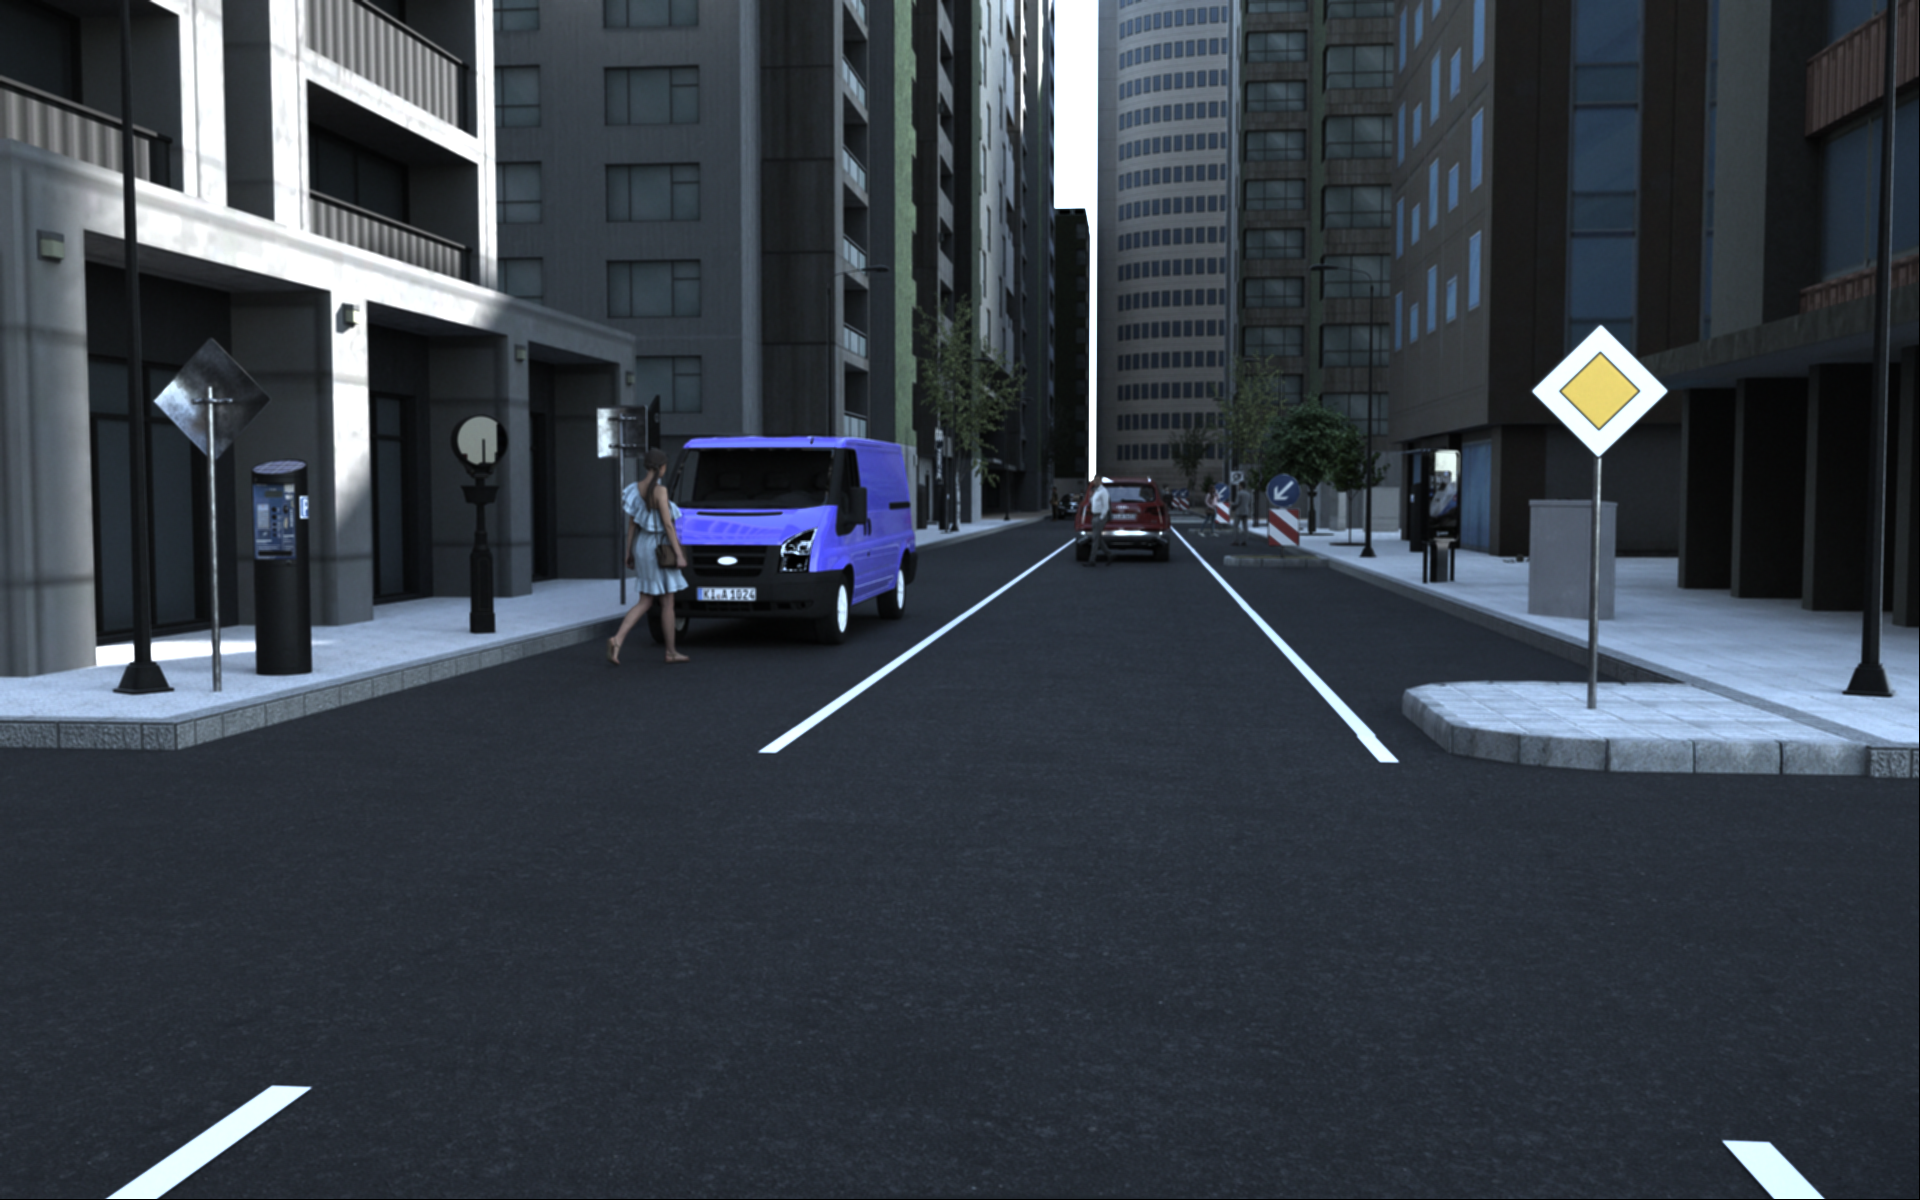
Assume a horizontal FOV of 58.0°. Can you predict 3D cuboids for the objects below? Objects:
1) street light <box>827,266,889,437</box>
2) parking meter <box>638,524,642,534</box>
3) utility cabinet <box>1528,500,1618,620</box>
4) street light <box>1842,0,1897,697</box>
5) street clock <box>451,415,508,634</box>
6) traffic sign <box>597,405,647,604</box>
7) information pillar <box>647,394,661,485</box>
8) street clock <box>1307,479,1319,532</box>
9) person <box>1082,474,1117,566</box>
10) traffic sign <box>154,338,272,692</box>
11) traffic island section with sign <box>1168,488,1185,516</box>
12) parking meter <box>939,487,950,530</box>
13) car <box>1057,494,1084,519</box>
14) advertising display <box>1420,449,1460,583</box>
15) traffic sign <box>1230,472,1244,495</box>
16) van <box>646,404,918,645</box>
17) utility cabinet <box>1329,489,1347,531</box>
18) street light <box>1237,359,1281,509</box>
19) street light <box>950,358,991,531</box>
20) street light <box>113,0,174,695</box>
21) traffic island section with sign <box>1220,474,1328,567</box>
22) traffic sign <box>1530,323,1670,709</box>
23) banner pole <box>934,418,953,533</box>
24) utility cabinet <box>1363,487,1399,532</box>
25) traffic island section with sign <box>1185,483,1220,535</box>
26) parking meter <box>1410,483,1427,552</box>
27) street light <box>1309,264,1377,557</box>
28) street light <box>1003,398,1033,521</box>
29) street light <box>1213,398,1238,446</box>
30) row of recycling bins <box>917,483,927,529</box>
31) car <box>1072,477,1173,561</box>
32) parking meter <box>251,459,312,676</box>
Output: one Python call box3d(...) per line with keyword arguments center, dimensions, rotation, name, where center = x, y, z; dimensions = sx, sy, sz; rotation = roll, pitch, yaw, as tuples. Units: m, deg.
box3d(center=(-2.138, -3.846, 35.427), dimensions=(1.470, 5.913, 1.316), rotation=(0, 4, 6), name="street light")
box3d(center=(-7.417, -1.941, 40.151), dimensions=(0.372, 1.533, 0.369), rotation=(0, 3, 0), name="parking meter")
box3d(center=(6.383, -0.422, 18.069), dimensions=(0.306, 1.237, 1.020), rotation=(-1, 4, -20), name="utility cabinet")
box3d(center=(5.298, -2.352, 10.991), dimensions=(1.470, 5.913, 1.316), rotation=(0, 4, 6), name="street light")
box3d(center=(-4.421, -0.698, 15.977), dimensions=(0.471, 2.002, 0.358), rotation=(-2, 4, -29), name="street clock")
box3d(center=(-3.913, -1.097, 20.059), dimensions=(0.606, 2.300, 0.079), rotation=(1, 4, 12), name="traffic sign")
box3d(center=(-7.165, -3.012, 40.607), dimensions=(0.183, 3.616, 0.504), rotation=(1, 4, 19), name="information pillar")
box3d(center=(11.913, -3.303, 58.566), dimensions=(0.471, 2.002, 0.358), rotation=(-3, 5, -40), name="street clock")
box3d(center=(2.760, -1.583, 34.475), dimensions=(0.850, 1.850, 0.679), rotation=(-2, 4, -26), name="person")
box3d(center=(-4.825, -0.462, 11.195), dimensions=(0.795, 2.450, 0.064), rotation=(0, 4, 6), name="traffic sign")
box3d(center=(14.391, -6.335, 112.210), dimensions=(1.989, 1.847, 2.006), rotation=(0, 4, 6), name="traffic island section with sign")
box3d(center=(-0.567, -3.273, 61.926), dimensions=(0.372, 1.533, 0.369), rotation=(0, 3, 0), name="parking meter")
box3d(center=(6.510, -5.455, 98.979), dimensions=(2.009, 1.686, 4.222), rotation=(0, 4, 7), name="car")
box3d(center=(6.977, -1.221, 25.180), dimensions=(0.123, 1.923, 0.974), rotation=(3, 5, 42), name="advertising display")
box3d(center=(12.374, -4.605, 77.420), dimensions=(0.606, 2.300, 0.079), rotation=(1, 4, 9), name="traffic sign")
box3d(center=(-1.793, -0.853, 18.334), dimensions=(2.240, 2.365, 5.245), rotation=(0, 4, 7), name="van")
box3d(center=(13.138, -3.156, 60.278), dimensions=(0.318, 1.500, 1.173), rotation=(0, 4, -2), name="utility cabinet")
box3d(center=(10.411, -5.317, 59.476), dimensions=(1.470, 5.913, 1.316), rotation=(0, 4, 6), name="street light")
box3d(center=(0.344, -5.310, 59.366), dimensions=(1.470, 5.913, 1.316), rotation=(0, 4, 6), name="street light")
box3d(center=(-4.764, -2.353, 11.006), dimensions=(1.470, 5.913, 1.316), rotation=(0, 4, 6), name="street light")
box3d(center=(6.376, -1.618, 35.074), dimensions=(1.989, 1.847, 2.006), rotation=(0, 4, 6), name="traffic island section with sign")
box3d(center=(3.771, -0.406, 10.284), dimensions=(0.795, 2.450, 0.064), rotation=(0, 4, 6), name="traffic sign")
box3d(center=(-0.581, -4.078, 56.699), dimensions=(0.401, 3.779, 0.863), rotation=(3, 4, 36), name="banner pole")
box3d(center=(14.172, -3.035, 58.294), dimensions=(1.173, 1.500, 0.318), rotation=(1, 4, 13), name="utility cabinet")
box3d(center=(9.174, -3.257, 61.884), dimensions=(1.989, 1.847, 2.006), rotation=(0, 4, 6), name="traffic island section with sign")
box3d(center=(10.179, -1.835, 38.415), dimensions=(0.372, 1.533, 0.369), rotation=(0, 3, 0), name="parking meter")
box3d(center=(7.763, -3.828, 35.123), dimensions=(1.470, 5.913, 1.316), rotation=(0, 4, 6), name="street light")
box3d(center=(2.819, -6.801, 83.734), dimensions=(1.470, 5.913, 1.316), rotation=(0, 4, 6), name="street light")
box3d(center=(12.908, -6.808, 83.846), dimensions=(1.470, 5.913, 1.316), rotation=(0, 4, 6), name="street light")
box3d(center=(-2.464, -3.396, 62.645), dimensions=(1.069, 1.692, 3.534), rotation=(3, 5, 40), name="row of recycling bins")
box3d(center=(3.634, -1.837, 38.707), dimensions=(2.281, 1.827, 5.304), rotation=(0, 4, 5), name="car")
box3d(center=(-4.845, -0.242, 12.374), dimensions=(0.372, 1.533, 0.369), rotation=(0, 3, 0), name="parking meter")
